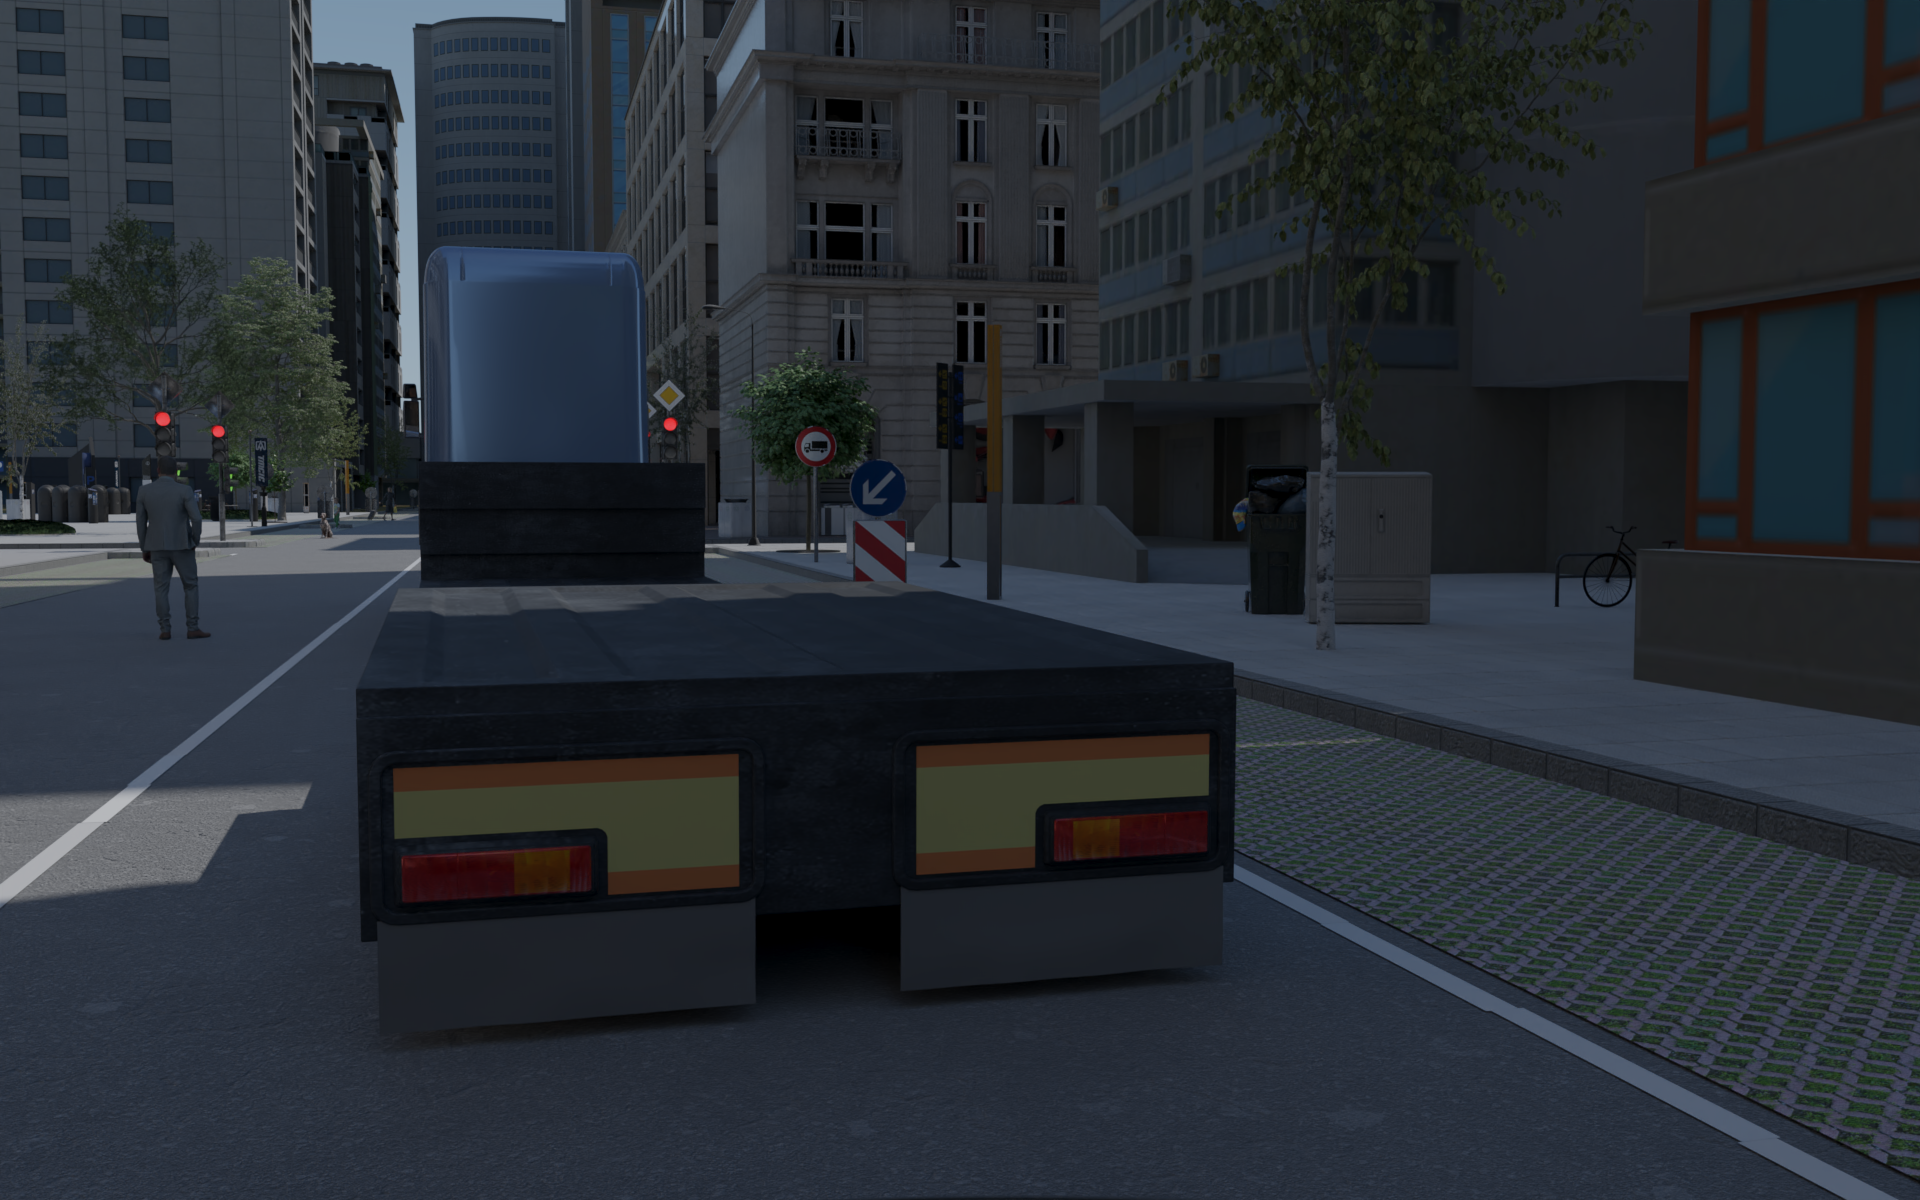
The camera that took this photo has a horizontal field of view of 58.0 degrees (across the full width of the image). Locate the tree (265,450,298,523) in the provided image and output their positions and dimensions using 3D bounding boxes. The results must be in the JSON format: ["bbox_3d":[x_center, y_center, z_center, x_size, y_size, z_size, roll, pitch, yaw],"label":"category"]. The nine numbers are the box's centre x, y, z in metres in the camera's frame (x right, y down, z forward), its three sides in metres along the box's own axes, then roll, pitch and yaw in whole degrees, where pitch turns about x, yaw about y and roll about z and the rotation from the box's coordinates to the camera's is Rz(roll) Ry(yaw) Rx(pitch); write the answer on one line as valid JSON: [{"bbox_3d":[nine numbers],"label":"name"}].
[{"bbox_3d":[-30.516,-5.042,77.030,1.663,3.219,1.824,0,3,0],"label":"tree"}]

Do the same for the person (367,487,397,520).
[{"bbox_3d":[-31.446,-5.237,94.342,1.509,1.804,0.699,0,4,0],"label":"person"}]

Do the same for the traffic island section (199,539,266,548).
[{"bbox_3d":[-20.213,-1.539,47.443,2.009,0.180,2.903,-1,4,-15],"label":"traffic island section"}]

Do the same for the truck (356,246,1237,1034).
[{"bbox_3d":[-3.009,-1.457,13.574,2.967,4.110,18.799,-1,4,-16],"label":"truck"}]

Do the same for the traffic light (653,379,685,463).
[{"bbox_3d":[-7.146,-3.278,42.515,0.839,4.253,0.868,-1,4,-15],"label":"traffic light"}]

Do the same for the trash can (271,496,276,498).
[{"bbox_3d":[-44.724,-6.229,113.491,0.748,1.137,0.748,0,3,0],"label":"trash can"}]

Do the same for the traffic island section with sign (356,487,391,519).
[{"bbox_3d":[-33.419,-5.496,98.492,1.989,1.847,2.006,-1,4,-15],"label":"traffic island section with sign"}]

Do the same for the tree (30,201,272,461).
[{"bbox_3d":[-26.222,-7.446,56.163,7.601,10.594,8.767,-2,4,-30],"label":"tree"}]

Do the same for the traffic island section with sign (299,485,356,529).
[{"bbox_3d":[-26.510,-3.902,72.433,1.989,1.847,2.006,-1,4,-15],"label":"traffic island section with sign"}]

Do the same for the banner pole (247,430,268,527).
[{"bbox_3d":[-27.440,-4.747,67.629,0.863,3.779,0.401,-2,4,-26],"label":"banner pole"}]

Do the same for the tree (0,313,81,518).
[{"bbox_3d":[-38.507,-7.393,71.241,4.360,8.622,3.978,0,3,0],"label":"tree"}]

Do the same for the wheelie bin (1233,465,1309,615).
[{"bbox_3d":[3.431,-0.654,18.595,0.980,1.594,0.693,0,4,6],"label":"wheelie bin"}]

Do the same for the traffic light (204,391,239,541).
[{"bbox_3d":[-20.171,-3.572,47.319,0.839,4.253,0.868,-1,4,-15],"label":"traffic light"}]

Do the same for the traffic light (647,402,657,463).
[{"bbox_3d":[-9.192,-3.750,50.235,0.839,4.253,0.868,-1,4,-15],"label":"traffic light"}]

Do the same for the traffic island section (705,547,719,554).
[{"bbox_3d":[-7.105,-1.245,42.640,2.009,0.180,2.903,-1,4,-15],"label":"traffic island section"}]

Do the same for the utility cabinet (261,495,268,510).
[{"bbox_3d":[-41.512,-5.637,103.322,0.306,1.237,1.020,-1,4,-16],"label":"utility cabinet"}]

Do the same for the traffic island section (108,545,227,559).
[{"bbox_3d":[-18.167,-1.067,39.724,2.009,0.180,2.903,-1,4,-15],"label":"traffic island section"}]

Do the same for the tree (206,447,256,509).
[{"bbox_3d":[-45.992,-7.711,109.791,4.285,4.588,4.351,0,3,0],"label":"tree"}]

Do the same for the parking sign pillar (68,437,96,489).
[{"bbox_3d":[-40.762,-5.666,81.112,1.447,3.967,1.447,-2,4,-30],"label":"parking sign pillar"}]

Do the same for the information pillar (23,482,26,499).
[{"bbox_3d":[-59.026,-6.413,109.349,0.304,2.012,0.304,-1,4,-11],"label":"information pillar"}]

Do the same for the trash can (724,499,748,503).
[{"bbox_3d":[-6.676,-2.448,51.686,0.748,1.137,0.748,0,3,0],"label":"trash can"}]

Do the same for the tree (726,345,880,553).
[{"bbox_3d":[-3.441,-3.336,38.263,4.285,4.588,4.351,0,3,0],"label":"tree"}]

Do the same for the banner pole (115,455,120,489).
[{"bbox_3d":[-54.183,-7.427,111.448,0.401,3.779,0.863,0,4,-3],"label":"banner pole"}]

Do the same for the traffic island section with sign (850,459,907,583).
[{"bbox_3d":[-1.219,-0.720,20.397,1.989,1.847,2.006,-1,4,-15],"label":"traffic island section with sign"}]

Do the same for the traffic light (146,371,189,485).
[{"bbox_3d":[-18.125,-3.100,39.600,0.839,4.253,0.868,-1,4,-15],"label":"traffic light"}]

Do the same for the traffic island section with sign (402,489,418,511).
[{"bbox_3d":[-46.036,-8.409,146.121,1.989,1.847,2.006,-1,4,-15],"label":"traffic island section with sign"}]

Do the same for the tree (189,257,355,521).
[{"bbox_3d":[-33.161,-10.124,83.658,7.486,12.596,7.792,0,3,0],"label":"tree"}]

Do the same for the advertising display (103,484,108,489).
[{"bbox_3d":[-56.941,-6.741,115.436,0.123,1.923,0.974,-2,4,-35],"label":"advertising display"}]

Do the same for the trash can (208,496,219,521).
[{"bbox_3d":[-34.937,-4.269,81.456,0.748,1.137,0.748,0,3,0],"label":"trash can"}]

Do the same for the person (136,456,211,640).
[{"bbox_3d":[-7.781,-0.520,17.095,0.635,1.810,0.391,-1,4,-16],"label":"person"}]

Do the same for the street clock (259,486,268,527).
[{"bbox_3d":[-27.513,-3.907,68.445,0.358,2.002,0.471,-1,4,-11],"label":"street clock"}]

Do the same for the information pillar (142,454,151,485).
[{"bbox_3d":[-47.330,-6.698,100.868,0.504,3.616,0.183,0,3,0],"label":"information pillar"}]

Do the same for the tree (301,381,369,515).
[{"bbox_3d":[-39.226,-9.652,108.178,4.737,8.622,4.395,0,3,0],"label":"tree"}]

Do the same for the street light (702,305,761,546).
[{"bbox_3d":[-5.651,-4.297,42.804,1.470,5.913,1.316,-1,4,-15],"label":"street light"}]

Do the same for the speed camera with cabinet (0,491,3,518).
[{"bbox_3d":[-48.484,-5.639,86.526,0.660,3.252,2.038,-3,5,-44],"label":"speed camera with cabinet"}]

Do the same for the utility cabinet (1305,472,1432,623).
[{"bbox_3d":[4.030,-0.515,17.106,1.173,1.500,0.318,0,4,3],"label":"utility cabinet"}]

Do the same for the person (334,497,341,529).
[{"bbox_3d":[-25.335,-3.530,70.456,0.306,1.304,0.590,0,4,7],"label":"person"}]

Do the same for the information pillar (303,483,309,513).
[{"bbox_3d":[-43.415,-6.756,114.954,0.304,2.012,0.304,-3,4,-36],"label":"information pillar"}]
